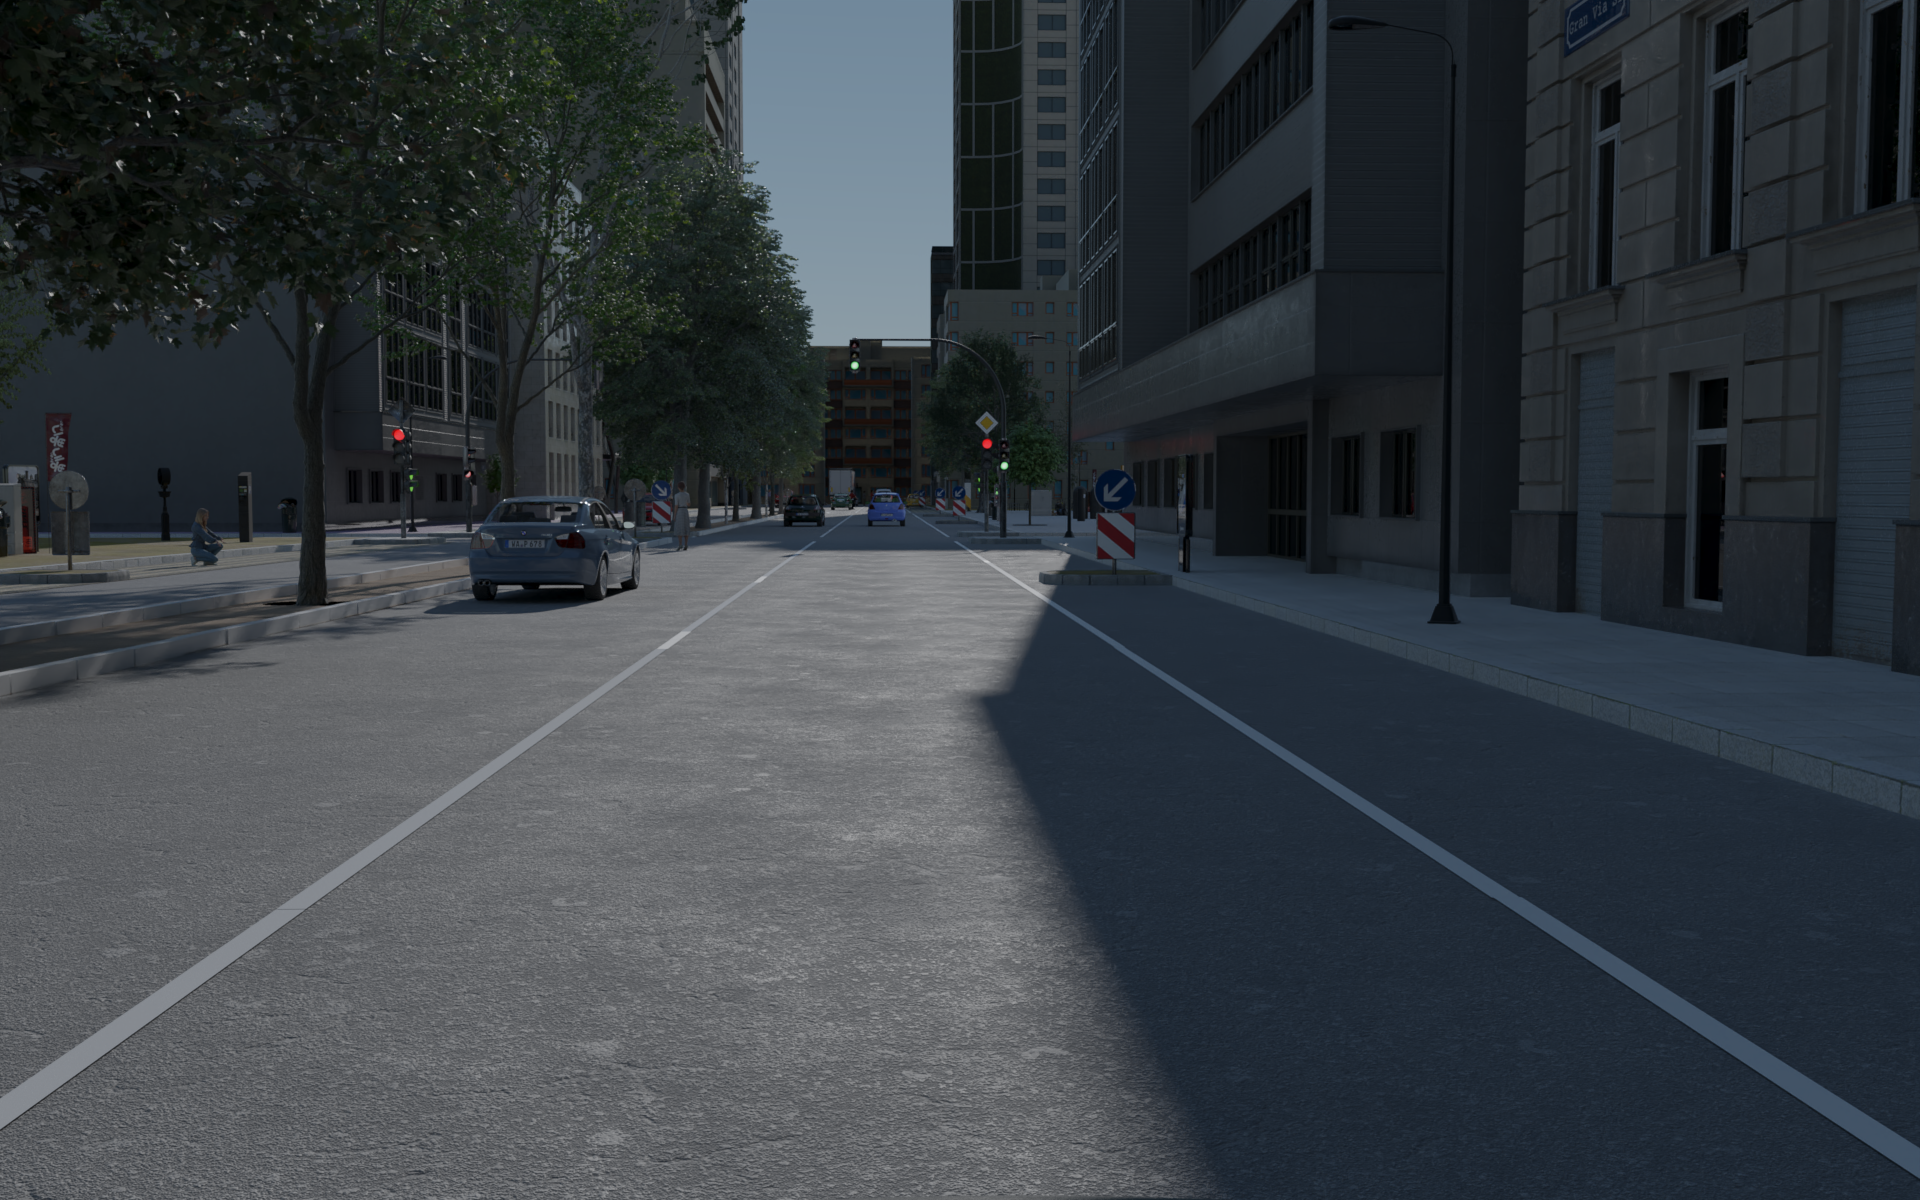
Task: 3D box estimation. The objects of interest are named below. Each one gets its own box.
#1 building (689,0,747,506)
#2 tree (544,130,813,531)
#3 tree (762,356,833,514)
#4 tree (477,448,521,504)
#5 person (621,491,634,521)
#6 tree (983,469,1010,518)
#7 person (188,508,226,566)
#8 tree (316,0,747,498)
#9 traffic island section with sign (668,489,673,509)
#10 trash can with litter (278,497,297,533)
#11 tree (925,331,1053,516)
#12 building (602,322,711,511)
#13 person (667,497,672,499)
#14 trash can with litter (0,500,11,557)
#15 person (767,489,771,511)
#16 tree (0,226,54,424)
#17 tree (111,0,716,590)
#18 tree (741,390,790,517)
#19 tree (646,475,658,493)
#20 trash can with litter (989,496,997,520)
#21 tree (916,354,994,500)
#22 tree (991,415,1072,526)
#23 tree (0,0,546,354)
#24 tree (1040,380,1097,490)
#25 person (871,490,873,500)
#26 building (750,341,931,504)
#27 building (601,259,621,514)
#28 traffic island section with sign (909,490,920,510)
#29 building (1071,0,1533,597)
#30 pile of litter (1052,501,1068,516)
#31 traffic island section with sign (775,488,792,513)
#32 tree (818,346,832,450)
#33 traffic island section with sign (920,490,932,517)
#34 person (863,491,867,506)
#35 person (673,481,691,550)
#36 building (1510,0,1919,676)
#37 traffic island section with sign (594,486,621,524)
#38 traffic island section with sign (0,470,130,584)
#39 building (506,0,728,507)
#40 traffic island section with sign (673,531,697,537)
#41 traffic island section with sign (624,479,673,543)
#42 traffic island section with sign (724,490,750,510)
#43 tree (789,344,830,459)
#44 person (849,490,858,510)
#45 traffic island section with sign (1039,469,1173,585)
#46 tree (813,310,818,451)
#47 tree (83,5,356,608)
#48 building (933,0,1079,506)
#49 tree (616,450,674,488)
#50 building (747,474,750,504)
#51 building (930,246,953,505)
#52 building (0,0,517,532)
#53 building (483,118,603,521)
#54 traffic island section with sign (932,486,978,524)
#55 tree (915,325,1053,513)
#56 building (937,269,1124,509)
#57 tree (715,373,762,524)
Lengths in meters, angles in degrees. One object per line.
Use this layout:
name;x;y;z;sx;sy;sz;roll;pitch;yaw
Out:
building;-35.621;-46.421;197.236;20.611;71.187;20.563;0;4;-3
tree;-10.070;-9.330;61.651;9.857;13.997;8.962;0;3;0
tree;-12.885;-12.416;123.579;7.486;12.596;7.792;0;3;0
tree;-19.080;-4.701;71.460;1.663;3.219;1.824;0;3;0
person;-13.509;-3.848;70.780;0.474;1.900;0.648;2;4;28
tree;1.795;-6.035;93.267;1.663;3.219;1.824;0;3;0
person;-14.956;-1.257;34.554;0.738;1.151;1.012;0;4;-5
tree;-10.526;-11.308;43.234;12.611;20.169;13.585;0;3;0
traffic island section with sign;-18.505;-6.202;110.034;1.989;1.847;2.006;0;4;-3
trash can with litter;-22.305;-2.817;57.440;0.624;1.170;1.055;-1;4;-23
tree;1.525;-10.118;99.838;8.767;10.594;7.601;2;4;31
building;-36.534;-18.467;146.971;27.650;21.520;28.899;0;4;-3
person;-19.231;-6.410;113.859;0.519;1.759;0.362;1;4;13
trash can with litter;-19.750;-1.440;34.933;1.055;1.170;0.624;0;4;-4
person;-15.832;-8.261;143.436;0.599;1.838;0.709;-3;5;-44
tree;-25.657;-5.810;45.363;4.737;8.622;4.395;0;3;0
tree;-8.336;-6.337;31.819;9.928;11.665;9.643;0;3;0
tree;-12.070;-9.473;107.699;4.360;8.622;3.978;0;3;0
tree;-21.982;-7.936;124.355;1.663;3.219;1.824;0;3;0
trash can with litter;1.859;-4.518;85.260;0.624;1.170;1.055;2;4;28
tree;-0.150;-13.582;140.186;7.486;12.596;7.792;0;3;0
tree;2.930;-5.323;70.748;4.285;4.588;4.351;0;3;0
tree;-8.141;-5.654;11.915;9.611;12.733;9.660;0;3;0
tree;7.035;-9.713;109.168;4.360;8.622;3.978;0;3;0
person;-8.311;-9.544;164.483;0.705;1.831;1.348;0;4;-6
building;-12.177;-23.617;231.173;28.899;21.520;27.650;0;4;-3
building;-29.884;-14.673;107.350;16.820;18.784;16.811;0;4;-3
traffic island section with sign;-3.653;-9.294;160.590;1.989;1.847;2.006;0;4;-3
building;10.980;-13.260;35.870;14.314;24.678;30.058;0;4;-3
pile of litter;5.695;-5.397;102.207;1.719;0.858;1.176;-1;4;-19
traffic island section with sign;-13.322;-7.648;133.174;2.006;1.907;1.989;0;4;-3
tree;-11.824;-11.674;99.976;9.857;13.997;8.962;0;3;0
traffic island section with sign;-1.385;-6.227;110.441;1.989;1.847;2.006;0;4;-3
person;-11.337;-12.076;205.951;0.705;1.824;1.348;-1;4;-21
person;-7.113;-2.145;44.144;0.480;1.755;0.524;-3;5;-41
building;12.572;-12.856;7.461;12.463;27.353;25.104;0;4;-3
traffic island section with sign;-17.273;-4.534;82.755;1.989;1.847;2.006;0;4;-3
traffic island section with sign;-14.831;-1.208;28.377;1.989;1.847;2.006;0;4;-3
building;-34.783;-33.502;171.452;21.300;48.544;21.600;0;4;-3
traffic island section with sign;-9.931;-3.057;58.112;2.006;1.907;1.989;0;4;-3
traffic island section with sign;-9.608;-2.604;50.711;2.006;1.907;1.989;0;4;-3
traffic island section with sign;-20.764;-9.267;160.145;1.989;1.847;2.006;0;4;-3
tree;-11.512;-9.852;89.289;9.928;11.665;9.643;0;3;0
person;-9.898;-9.231;159.362;0.705;1.831;1.348;-3;5;-40
traffic island section with sign;2.312;-1.192;28.120;1.989;1.847;2.006;0;4;-3
tree;-10.672;-9.936;71.572;9.857;13.997;8.962;0;3;0
tree;-8.211;-5.724;21.805;9.928;11.665;9.643;0;3;0
building;7.664;-45.648;184.600;20.563;71.187;20.611;0;4;-3
tree;-23.009;-9.002;130.896;4.285;4.588;4.351;0;3;0
building;-42.122;-23.533;229.805;28.899;21.520;27.650;0;4;-3
building;3.488;-26.379;202.999;14.160;30.474;14.107;0;4;-3
building;-27.426;-16.872;69.366;14.314;27.812;24.014;0;4;-3
building;-25.366;-14.423;90.559;10.420;20.320;16.860;0;4;-3
traffic island section with sign;-0.185;-4.580;83.512;1.989;1.847;2.006;0;4;-3
tree;1.578;-12.286;117.888;9.611;12.733;9.660;0;3;0
building;12.125;-19.360;161.582;27.650;21.520;28.899;0;4;-3
tree;-10.943;-7.838;80.965;4.737;8.622;4.395;0;3;0
